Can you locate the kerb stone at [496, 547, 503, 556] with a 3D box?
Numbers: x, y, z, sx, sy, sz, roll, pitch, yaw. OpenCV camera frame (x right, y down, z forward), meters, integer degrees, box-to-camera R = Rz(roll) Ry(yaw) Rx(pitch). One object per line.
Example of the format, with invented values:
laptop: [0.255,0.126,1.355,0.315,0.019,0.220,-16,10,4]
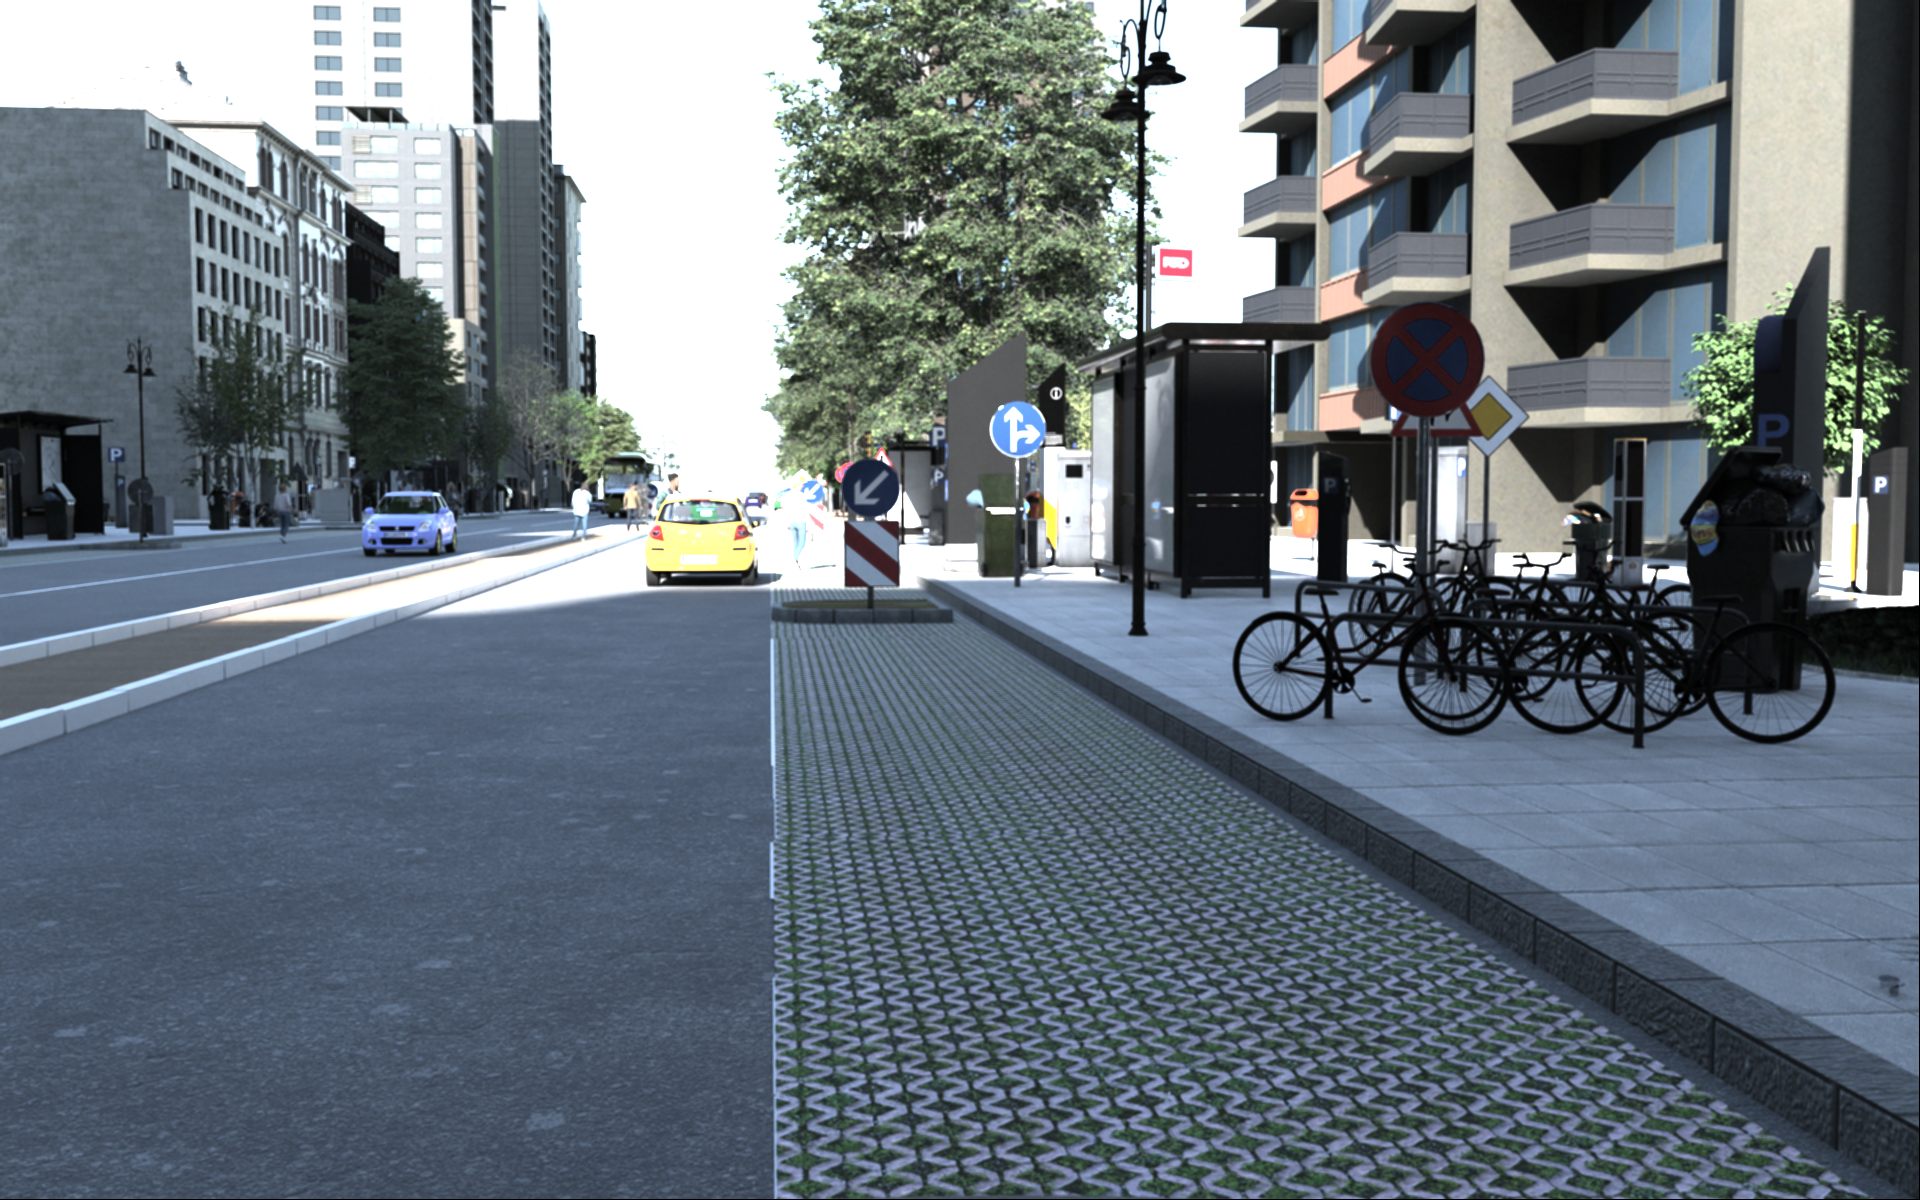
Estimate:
kerb stone: [-10.796,-1.099,40.172,0.120,0.150,1.000,0,4,-6]

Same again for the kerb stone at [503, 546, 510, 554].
kerb stone: [-10.908,-1.159,41.202,0.120,0.150,1.000,0,4,-6]

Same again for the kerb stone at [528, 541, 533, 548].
kerb stone: [-11.349,-1.412,45.285,0.120,0.150,1.000,0,4,-6]

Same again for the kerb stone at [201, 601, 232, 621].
kerb stone: [-8.561,0.152,19.772,0.120,0.150,1.000,0,4,-6]

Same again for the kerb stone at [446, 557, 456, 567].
kerb stone: [-10.119,-0.723,34.058,0.120,0.150,1.000,0,4,-6]

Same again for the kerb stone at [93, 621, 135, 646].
kerb stone: [-8.226,0.336,16.705,0.120,0.150,1.000,0,4,-6]

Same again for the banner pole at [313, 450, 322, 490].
banner pole: [-36.905,-6.694,99.467,0.401,3.779,0.863,1,4,17]

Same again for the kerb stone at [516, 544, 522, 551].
kerb stone: [-11.124,-1.286,43.238,0.120,0.150,1.000,0,4,-6]

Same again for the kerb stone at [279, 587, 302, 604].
kerb stone: [-8.904,-0.039,22.825,0.120,0.150,1.000,0,4,-6]

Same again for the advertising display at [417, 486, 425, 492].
advertising display: [-46.857,-8.860,150.069,0.974,1.923,0.123,-2,4,-35]

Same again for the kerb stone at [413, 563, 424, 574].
kerb stone: [-9.791,-0.537,30.983,0.120,0.150,1.000,0,4,-6]

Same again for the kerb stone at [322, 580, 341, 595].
kerb stone: [-9.115,-0.163,24.862,0.120,0.150,1.000,0,4,-6]

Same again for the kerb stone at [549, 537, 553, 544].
kerb stone: [-11.800,-1.662,49.365,0.120,0.150,1.000,0,4,-6]

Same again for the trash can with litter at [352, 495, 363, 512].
trash can with litter: [-36.241,-5.621,102.956,1.678,1.210,2.233,-1,4,-12]

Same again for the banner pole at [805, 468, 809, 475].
banner pole: [-13.040,-9.667,148.064,0.401,3.779,0.863,-3,4,-39]

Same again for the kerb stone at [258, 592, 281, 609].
kerb stone: [-8.784,0.024,21.809,0.120,0.150,1.000,0,4,-6]

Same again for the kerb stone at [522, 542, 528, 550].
kerb stone: [-11.241,-1.343,44.254,0.120,0.150,1.000,0,4,-6]

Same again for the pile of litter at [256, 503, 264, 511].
pile of litter: [-35.798,-4.555,88.444,1.719,0.858,1.176,1,4,20]

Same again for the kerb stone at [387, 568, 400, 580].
kerb stone: [-9.569,-0.410,28.940,0.120,0.150,1.000,0,4,-6]

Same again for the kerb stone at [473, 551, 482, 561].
kerb stone: [-10.451,-0.911,37.112,0.120,0.150,1.000,0,4,-6]

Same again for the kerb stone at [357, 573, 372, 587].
kerb stone: [-9.347,-0.285,26.896,0.120,0.150,1.000,0,4,-6]

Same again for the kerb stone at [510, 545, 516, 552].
kerb stone: [-11.022,-1.225,42.218,0.120,0.150,1.000,0,4,-6]

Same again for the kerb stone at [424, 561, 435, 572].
kerb stone: [-9.906,-0.600,32.002,0.120,0.150,1.000,0,4,-6]

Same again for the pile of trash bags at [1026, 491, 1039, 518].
pile of trash bags: [2.948,-2.068,43.563,3.447,1.369,1.912,3,5,43]

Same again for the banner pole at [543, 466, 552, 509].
banner pole: [-36.150,-9.886,151.654,0.863,3.779,0.401,-3,5,-40]

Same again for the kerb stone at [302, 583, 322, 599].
kerb stone: [-9.010,-0.101,23.842,0.120,0.150,1.000,0,4,-6]

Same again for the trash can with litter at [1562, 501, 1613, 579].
trash can with litter: [9.647,-0.905,26.182,1.055,1.170,0.624,-3,4,-36]

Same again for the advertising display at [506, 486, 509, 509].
advertising display: [-34.731,-7.797,132.696,0.123,1.923,0.974,-2,4,-27]

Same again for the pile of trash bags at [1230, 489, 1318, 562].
pile of trash bags: [5.557,-1.467,33.732,1.912,1.369,3.447,-3,5,-44]

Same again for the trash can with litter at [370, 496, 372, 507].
trash can with litter: [-42.034,-6.974,125.084,2.233,1.210,1.678,1,4,14]

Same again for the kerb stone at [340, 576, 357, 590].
kerb stone: [-9.232,-0.225,25.880,0.120,0.150,1.000,0,4,-6]

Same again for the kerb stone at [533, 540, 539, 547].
kerb stone: [-11.459,-1.475,46.318,0.120,0.150,1.000,0,4,-6]

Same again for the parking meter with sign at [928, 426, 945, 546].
parking meter with sign: [-0.541,-2.887,43.465,0.543,3.016,1.738,0,4,2]

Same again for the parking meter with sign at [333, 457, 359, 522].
parking meter with sign: [-28.473,-5.101,79.658,0.543,3.016,1.738,2,4,24]

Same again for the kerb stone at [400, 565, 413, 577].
kerb stone: [-9.674,-0.475,29.966,0.120,0.150,1.000,0,4,-6]

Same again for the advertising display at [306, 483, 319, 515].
advertising display: [-39.502,-6.144,105.662,0.123,1.923,0.974,1,4,20]

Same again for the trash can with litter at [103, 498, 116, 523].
trash can with litter: [-38.387,-4.074,78.004,1.055,1.170,0.624,1,4,18]

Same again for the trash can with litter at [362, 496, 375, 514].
trash can with litter: [-38.155,-6.153,111.992,0.624,1.170,1.055,3,5,40]

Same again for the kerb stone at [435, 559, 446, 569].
kerb stone: [-10.010,-0.663,33.036,0.120,0.150,1.000,0,4,-6]

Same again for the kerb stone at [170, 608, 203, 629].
kerb stone: [-8.451,0.213,18.748,0.120,0.150,1.000,0,4,-6]

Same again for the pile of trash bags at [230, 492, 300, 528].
pile of trash bags: [-27.452,-3.543,67.681,3.447,1.369,1.912,2,4,35]

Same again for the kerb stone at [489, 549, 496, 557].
kerb stone: [-10.686,-1.037,39.156,0.120,0.150,1.000,0,4,-6]

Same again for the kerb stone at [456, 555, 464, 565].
kerb stone: [-10.240,-0.788,35.074,0.120,0.150,1.000,0,4,-6]

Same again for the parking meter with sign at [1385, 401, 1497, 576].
parking meter with sign: [7.706,-1.923,27.708,1.738,3.016,0.543,3,5,39]

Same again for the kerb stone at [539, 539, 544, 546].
kerb stone: [-11.572,-1.538,47.334,0.120,0.150,1.000,0,4,-6]

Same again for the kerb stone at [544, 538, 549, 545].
kerb stone: [-11.683,-1.599,48.350,0.120,0.150,1.000,0,4,-6]

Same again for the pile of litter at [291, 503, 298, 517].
pile of litter: [-36.725,-5.002,95.755,1.176,0.858,1.719,-1,4,-12]

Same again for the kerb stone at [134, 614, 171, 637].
kerb stone: [-8.339,0.274,17.722,0.120,0.150,1.000,0,4,-6]

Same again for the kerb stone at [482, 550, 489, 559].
kerb stone: [-10.568,-0.974,38.133,0.120,0.150,1.000,0,4,-6]

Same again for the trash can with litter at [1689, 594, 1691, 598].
trash can with litter: [9.842,-0.638,21.486,1.678,1.210,2.233,0,4,-1]

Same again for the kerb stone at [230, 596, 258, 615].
kerb stone: [-8.675,0.086,20.793,0.120,0.150,1.000,0,4,-6]

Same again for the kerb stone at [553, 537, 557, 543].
kerb stone: [-11.917,-1.724,50.381,0.120,0.150,1.000,0,4,-6]

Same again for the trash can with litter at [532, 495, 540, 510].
trash can with litter: [-35.556,-8.151,144.655,0.624,1.170,1.055,-1,4,-19]

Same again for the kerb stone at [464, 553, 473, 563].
kerb stone: [-10.349,-0.850,36.090,0.120,0.150,1.000,0,4,-6]

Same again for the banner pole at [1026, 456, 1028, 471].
banner pole: [2.840,-5.586,81.346,0.863,3.779,0.401,-2,4,-23]

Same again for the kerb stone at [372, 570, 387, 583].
kerb stone: [-9.449,-0.350,27.914,0.120,0.150,1.000,0,4,-6]
